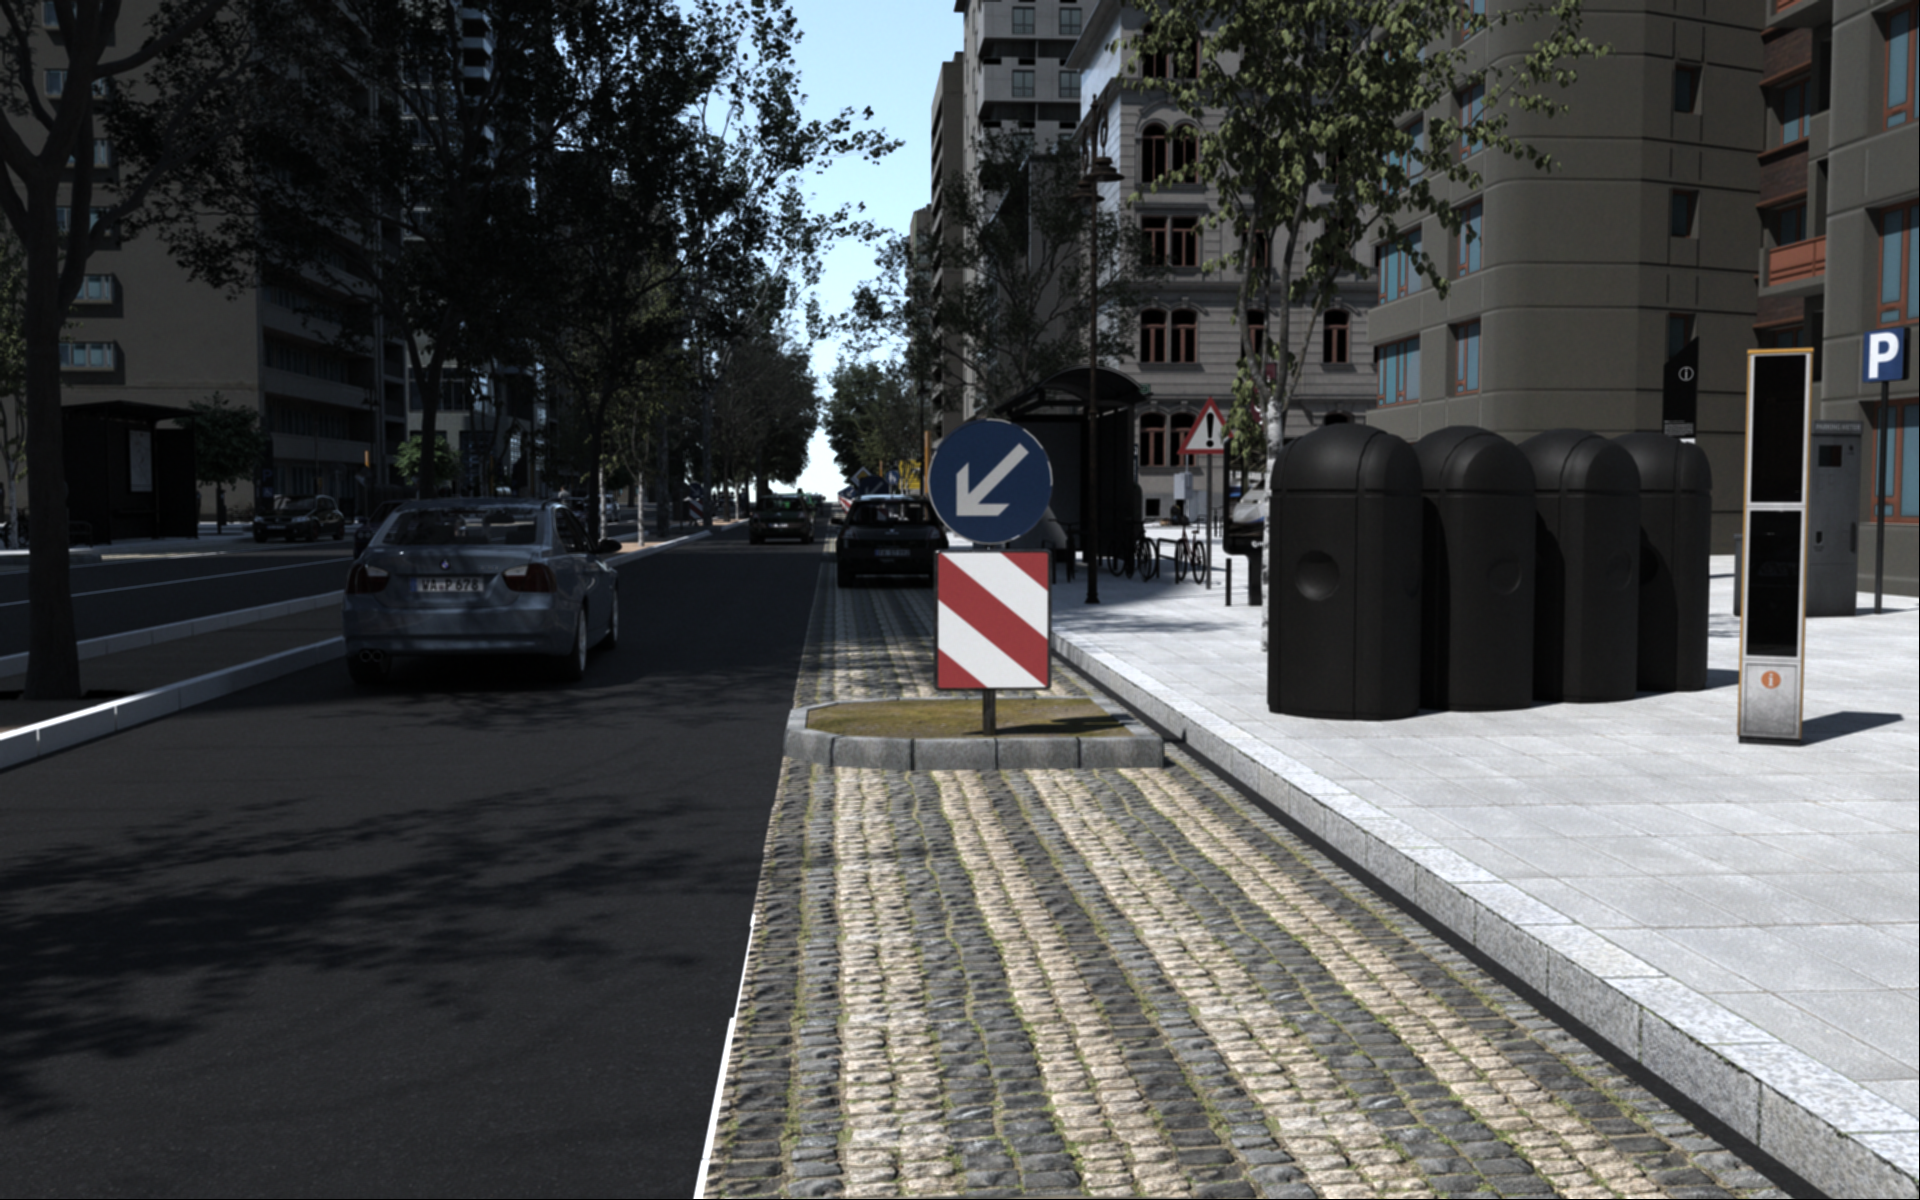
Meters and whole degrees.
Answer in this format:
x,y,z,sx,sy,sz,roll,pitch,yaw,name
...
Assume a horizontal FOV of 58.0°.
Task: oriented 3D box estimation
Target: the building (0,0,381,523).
x,y,z,sx,sy,sz,roll,pitch,yaw,name
-43.189,-28.341,87.084,21.300,48.544,21.600,0,4,-4,building

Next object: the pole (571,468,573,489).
x,y,z,sx,sy,sz,roll,pitch,yaw,name
-30.775,-8.784,137.469,0.158,3.312,0.155,0,3,0,pole

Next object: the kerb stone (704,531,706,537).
x,y,z,sx,sy,sz,roll,pitch,yaw,name
-8.539,-2.128,56.981,0.120,0.150,1.000,0,4,-4,kerb stone

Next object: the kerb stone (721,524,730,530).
x,y,z,sx,sy,sz,roll,pitch,yaw,name
-9.470,-2.903,69.776,0.120,0.150,1.000,0,4,-4,kerb stone

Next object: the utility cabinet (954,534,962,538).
x,y,z,sx,sy,sz,roll,pitch,yaw,name
0.169,-2.423,50.778,0.306,1.237,1.020,-2,4,-29,utility cabinet

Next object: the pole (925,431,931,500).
x,y,z,sx,sy,sz,roll,pitch,yaw,name
-1.037,-3.810,56.135,0.158,3.312,0.155,0,3,0,pole

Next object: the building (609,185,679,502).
x,y,z,sx,sy,sz,roll,pitch,yaw,name
-56.155,-39.704,272.864,21.300,48.544,21.600,0,4,-4,building

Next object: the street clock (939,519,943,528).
x,y,z,sx,sy,sz,roll,pitch,yaw,name
-0.587,-3.082,54.962,0.358,2.002,0.471,2,4,28,street clock

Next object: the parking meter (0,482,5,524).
x,y,z,sx,sy,sz,roll,pitch,yaw,name
-41.571,-4.234,74.941,0.399,1.863,0.255,-3,5,-39,parking meter

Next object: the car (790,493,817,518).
x,y,z,sx,sy,sz,roll,pitch,yaw,name
-7.988,-4.668,85.112,1.959,1.807,4.718,0,4,-4,car

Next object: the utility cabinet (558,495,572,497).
x,y,z,sx,sy,sz,roll,pitch,yaw,name
-26.615,-6.451,116.634,1.020,1.237,0.306,2,4,32,utility cabinet

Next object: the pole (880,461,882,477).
x,y,z,sx,sy,sz,roll,pitch,yaw,name
-4.847,-6.881,106.345,0.158,3.312,0.155,0,3,0,pole

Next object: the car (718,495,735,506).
x,y,z,sx,sy,sz,roll,pitch,yaw,name
-27.430,-11.668,203.355,1.945,1.354,3.894,0,4,-5,car

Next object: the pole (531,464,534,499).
x,y,z,sx,sy,sz,roll,pitch,yaw,name
-28.864,-7.525,116.878,0.158,3.312,0.155,0,3,0,pole

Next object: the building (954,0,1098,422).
x,y,z,sx,sy,sz,roll,pitch,yaw,name
14.662,-35.090,162.965,28.713,52.752,27.495,0,4,-4,building

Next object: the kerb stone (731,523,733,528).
x,y,z,sx,sy,sz,roll,pitch,yaw,name
-9.615,-3.035,71.815,0.120,0.150,1.000,0,4,-4,kerb stone

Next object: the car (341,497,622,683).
x,y,z,sx,sy,sz,roll,pitch,yaw,name
-3.892,-0.152,14.494,2.014,1.417,4.499,0,4,-6,car

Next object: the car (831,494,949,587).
x,y,z,sx,sy,sz,roll,pitch,yaw,name
-1.091,-1.105,27.849,2.009,1.686,4.222,0,4,-2,car

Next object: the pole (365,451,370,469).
x,y,z,sx,sy,sz,roll,pitch,yaw,name
-27.967,-5.381,81.825,0.158,3.312,0.155,0,3,0,pole

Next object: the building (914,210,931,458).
x,y,z,sx,sy,sz,roll,pitch,yaw,name
0.343,-34.731,251.444,14.154,41.232,14.086,0,4,-4,building

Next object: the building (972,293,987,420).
x,y,z,sx,sy,sz,roll,pitch,yaw,name
6.643,-16.599,136.021,10.561,19.102,19.286,0,4,-4,building

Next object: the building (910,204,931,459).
x,y,z,sx,sy,sz,roll,pitch,yaw,name
-0.495,-37.684,266.238,14.600,45.320,14.200,0,4,-4,building

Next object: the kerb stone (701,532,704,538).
x,y,z,sx,sy,sz,roll,pitch,yaw,name
-8.468,-2.061,55.961,0.120,0.150,1.000,0,4,-4,kerb stone

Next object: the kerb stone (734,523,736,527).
x,y,z,sx,sy,sz,roll,pitch,yaw,name
-9.763,-3.160,73.853,0.120,0.150,1.000,0,4,-4,kerb stone

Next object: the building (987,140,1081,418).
x,y,z,sx,sy,sz,roll,pitch,yaw,name
9.896,-17.879,111.396,14.314,24.678,30.058,0,4,-4,building

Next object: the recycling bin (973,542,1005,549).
x,y,z,sx,sy,sz,roll,pitch,yaw,name
0.748,-1.652,39.566,0.722,1.027,0.722,2,4,24,recycling bin

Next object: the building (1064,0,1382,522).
x,y,z,sx,sy,sz,roll,pitch,yaw,name
17.691,-18.159,84.286,23.554,28.519,14.401,0,4,-4,building

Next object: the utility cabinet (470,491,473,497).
x,y,z,sx,sy,sz,roll,pitch,yaw,name
-30.723,-6.238,110.670,1.173,1.500,0.318,1,4,11,utility cabinet

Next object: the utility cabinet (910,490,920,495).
x,y,z,sx,sy,sz,roll,pitch,yaw,name
-2.359,-5.005,90.512,0.318,1.500,1.173,-1,4,-16,utility cabinet

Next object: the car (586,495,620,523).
x,y,z,sx,sy,sz,roll,pitch,yaw,name
-18.174,-4.600,87.210,2.014,1.417,4.499,0,4,-5,car

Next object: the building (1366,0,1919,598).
x,y,z,sx,sy,sz,roll,pitch,yaw,name
25.074,-11.304,29.863,27.650,21.520,28.899,0,4,-4,building

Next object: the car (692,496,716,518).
x,y,z,sx,sy,sz,roll,pitch,yaw,name
-15.336,-5.458,101.819,1.945,1.354,3.894,0,4,-2,car

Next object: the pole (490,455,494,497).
x,y,z,sx,sy,sz,roll,pitch,yaw,name
-24.652,-5.955,91.211,0.158,3.312,0.155,0,3,0,pole

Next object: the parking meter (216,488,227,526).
x,y,z,sx,sy,sz,roll,pitch,yaw,name
-29.976,-3.785,70.295,0.372,1.533,0.369,0,3,0,parking meter

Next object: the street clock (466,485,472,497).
x,y,z,sx,sy,sz,roll,pitch,yaw,name
-40.279,-8.415,142.161,0.471,2.002,0.358,-2,4,-25,street clock

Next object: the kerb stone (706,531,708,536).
x,y,z,sx,sy,sz,roll,pitch,yaw,name
-8.622,-2.190,58.000,0.120,0.150,1.000,0,4,-4,kerb stone

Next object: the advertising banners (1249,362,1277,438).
x,y,z,sx,sy,sz,roll,pitch,yaw,name
4.499,-1.616,22.615,0.090,3.025,2.074,-3,4,-36,advertising banners

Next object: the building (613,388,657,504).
x,y,z,sx,sy,sz,roll,pitch,yaw,name
-58.037,-24.624,247.640,27.650,21.520,28.899,0,4,-4,building

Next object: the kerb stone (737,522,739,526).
x,y,z,sx,sy,sz,roll,pitch,yaw,name
-9.906,-3.283,75.904,0.120,0.150,1.000,0,4,-4,kerb stone

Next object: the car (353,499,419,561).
x,y,z,sx,sy,sz,roll,pitch,yaw,name
-11.247,-1.408,35.602,1.945,1.354,3.894,0,4,-6,car

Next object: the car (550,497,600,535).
x,y,z,sx,sy,sz,roll,pitch,yaw,name
-13.312,-2.823,58.743,1.945,1.354,3.894,0,4,-2,car

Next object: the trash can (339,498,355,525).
x,y,z,sx,sy,sz,roll,pitch,yaw,name
-25.471,-3.685,71.903,0.748,1.137,0.748,0,3,0,trash can

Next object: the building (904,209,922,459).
x,y,z,sx,sy,sz,roll,pitch,yaw,name
2.074,-40.954,289.200,23.786,49.044,30.456,0,4,-4,building

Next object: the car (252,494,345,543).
x,y,z,sx,sy,sz,roll,pitch,yaw,name
-19.845,-2.583,52.018,2.009,1.686,4.222,0,4,-3,car

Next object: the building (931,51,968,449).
x,y,z,sx,sy,sz,roll,pitch,yaw,name
8.100,-34.502,187.810,21.300,48.544,21.600,0,4,-4,building

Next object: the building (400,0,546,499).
x,y,z,sx,sy,sz,roll,pitch,yaw,name
-49.462,-51.527,155.142,22.319,86.520,31.000,0,4,-4,building

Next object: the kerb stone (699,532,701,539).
x,y,z,sx,sy,sz,roll,pitch,yaw,name
-8.398,-1.995,54.941,0.120,0.150,1.000,0,4,-4,kerb stone

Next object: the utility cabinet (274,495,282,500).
x,y,z,sx,sy,sz,roll,pitch,yaw,name
-31.145,-4.159,79.163,1.020,1.237,0.306,-2,4,-29,utility cabinet

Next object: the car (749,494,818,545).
x,y,z,sx,sy,sz,roll,pitch,yaw,name
-5.169,-2.490,50.505,2.009,1.686,4.222,0,4,-2,car

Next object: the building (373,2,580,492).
x,y,z,sx,sy,sz,roll,pitch,yaw,name
-51.252,-45.447,181.305,20.563,71.187,20.611,0,4,-4,building

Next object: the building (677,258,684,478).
x,y,z,sx,sy,sz,roll,pitch,yaw,name
-54.174,-37.171,291.346,14.154,41.232,14.086,0,4,-4,building

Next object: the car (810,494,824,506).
x,y,z,sx,sy,sz,roll,pitch,yaw,name
-15.289,-10.381,181.738,2.014,1.417,4.499,0,4,-3,car

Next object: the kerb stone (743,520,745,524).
x,y,z,sx,sy,sz,roll,pitch,yaw,name
-10.278,-3.593,81.016,0.120,0.150,1.000,0,4,-4,kerb stone

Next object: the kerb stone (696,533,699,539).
x,y,z,sx,sy,sz,roll,pitch,yaw,name
-8.314,-1.940,53.922,0.120,0.150,1.000,0,4,-4,kerb stone

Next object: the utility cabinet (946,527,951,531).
x,y,z,sx,sy,sz,roll,pitch,yaw,name
-0.128,-3.098,59.336,1.173,1.500,0.318,-2,4,-30,utility cabinet

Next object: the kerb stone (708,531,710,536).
x,y,z,sx,sy,sz,roll,pitch,yaw,name
-8.687,-2.252,59.020,0.120,0.150,1.000,0,4,-4,kerb stone

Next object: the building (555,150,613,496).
x,y,z,sx,sy,sz,roll,pitch,yaw,name
-48.292,-31.594,200.150,14.154,41.232,14.086,0,4,-4,building

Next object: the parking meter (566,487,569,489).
x,y,z,sx,sy,sz,roll,pitch,yaw,name
-30.757,-7.964,135.915,0.399,1.863,0.255,-1,4,-18,parking meter
